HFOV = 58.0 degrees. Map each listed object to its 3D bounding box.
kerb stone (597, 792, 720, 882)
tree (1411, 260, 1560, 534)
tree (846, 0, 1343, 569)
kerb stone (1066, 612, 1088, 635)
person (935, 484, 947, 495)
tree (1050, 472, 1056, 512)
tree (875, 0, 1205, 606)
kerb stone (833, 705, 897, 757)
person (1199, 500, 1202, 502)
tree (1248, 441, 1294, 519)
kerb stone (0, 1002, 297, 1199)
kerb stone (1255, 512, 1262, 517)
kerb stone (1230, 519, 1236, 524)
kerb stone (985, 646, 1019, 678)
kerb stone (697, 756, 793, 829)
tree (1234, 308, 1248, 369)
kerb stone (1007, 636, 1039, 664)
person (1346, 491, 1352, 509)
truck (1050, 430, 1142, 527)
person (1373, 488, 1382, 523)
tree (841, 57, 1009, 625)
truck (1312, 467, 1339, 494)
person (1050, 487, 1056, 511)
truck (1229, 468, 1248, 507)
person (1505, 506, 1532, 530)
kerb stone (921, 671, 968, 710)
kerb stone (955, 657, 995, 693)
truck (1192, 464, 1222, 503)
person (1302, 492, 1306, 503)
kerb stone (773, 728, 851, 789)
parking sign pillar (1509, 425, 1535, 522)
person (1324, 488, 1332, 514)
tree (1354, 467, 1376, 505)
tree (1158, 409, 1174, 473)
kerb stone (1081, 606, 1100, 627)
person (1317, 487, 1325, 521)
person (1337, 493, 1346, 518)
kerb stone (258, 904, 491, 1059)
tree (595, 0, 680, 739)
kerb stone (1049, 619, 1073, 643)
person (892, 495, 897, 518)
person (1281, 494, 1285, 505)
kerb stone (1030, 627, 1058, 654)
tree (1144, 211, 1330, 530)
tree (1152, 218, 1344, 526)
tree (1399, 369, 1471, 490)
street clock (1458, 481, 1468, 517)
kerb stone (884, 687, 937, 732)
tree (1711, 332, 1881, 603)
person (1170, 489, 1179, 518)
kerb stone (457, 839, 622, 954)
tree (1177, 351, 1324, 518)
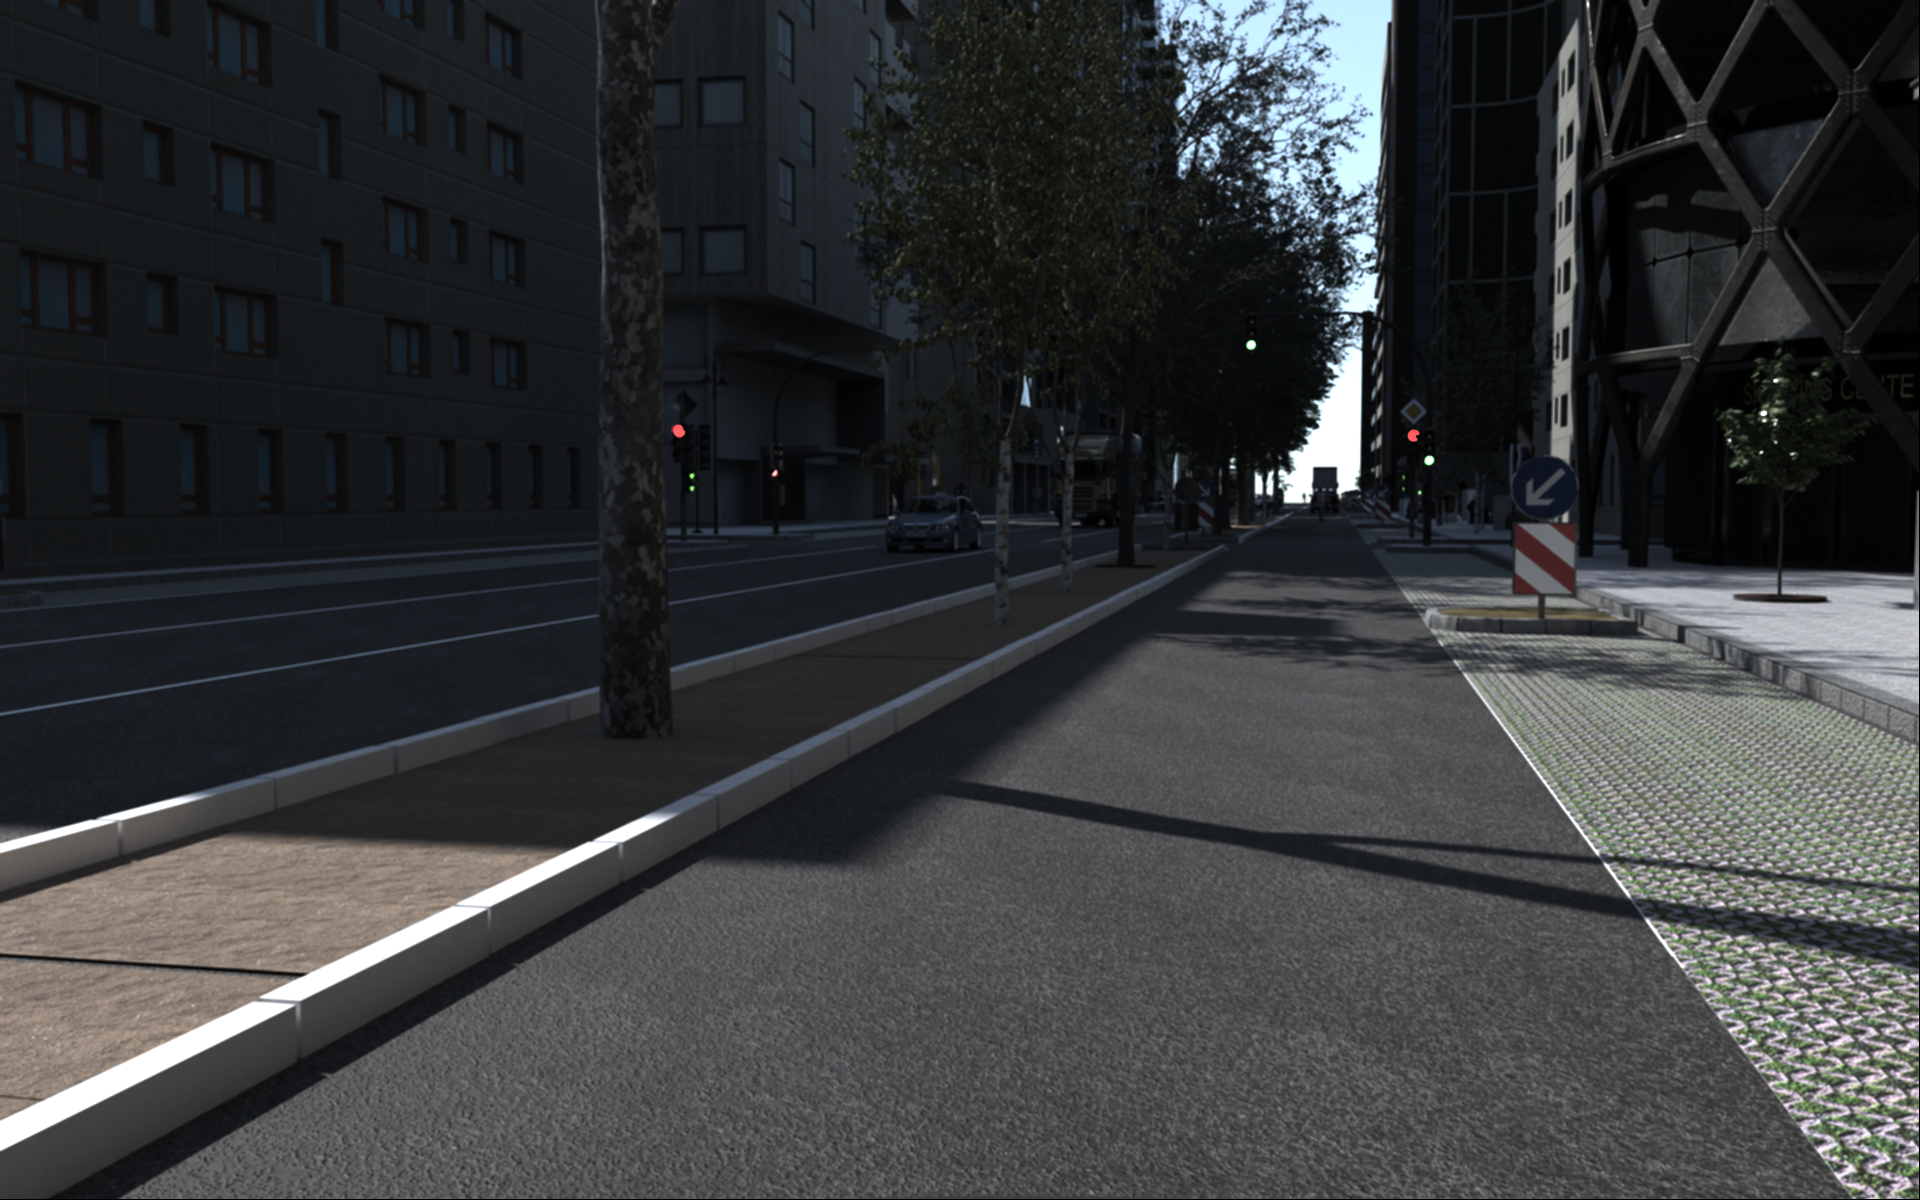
[{"bbox_3d":[-1.197,0.936,6.889,0.120,0.150,1.000,1,4,12],"label":"kerb stone"},{"bbox_3d":[16.821,-6.418,55.294,4.737,8.622,4.395,0,3,0],"label":"tree"},{"bbox_3d":[3.224,-7.375,33.411,12.009,13.543,11.850,0,3,0],"label":"tree"},{"bbox_3d":[1.167,0.262,17.913,0.120,0.150,1.000,1,4,12],"label":"kerb stone"},{"bbox_3d":[-0.704,-3.136,60.129,0.694,1.780,0.624,0,4,5],"label":"person"},{"bbox_3d":[7.392,-8.055,126.306,1.663,3.219,1.824,0,3,0],"label":"tree"},{"bbox_3d":[1.552,-4.415,25.010,4.737,8.622,4.395,0,3,0],"label":"tree"},{"bbox_3d":[-0.554,0.752,9.898,0.120,0.150,1.000,1,4,12],"label":"kerb stone"},{"bbox_3d":[11.678,-4.318,83.762,0.362,1.253,0.373,0,4,-6],"label":"person"},{"bbox_3d":[17.272,-8.875,97.933,4.360,8.622,3.978,0,3,0],"label":"tree"},{"bbox_3d":[-1.835,1.123,3.889,0.120,0.150,1.000,1,4,12],"label":"kerb stone"},{"bbox_3d":[20.027,-5.741,116.105,0.120,0.150,1.000,1,4,12],"label":"kerb stone"},{"bbox_3d":[13.802,-3.967,87.050,0.120,0.150,1.000,1,4,12],"label":"kerb stone"},{"bbox_3d":[0.306,0.507,13.907,0.120,0.150,1.000,1,4,12],"label":"kerb stone"},{"bbox_3d":[-0.981,0.875,7.892,0.120,0.150,1.000,1,4,12],"label":"kerb stone"},{"bbox_3d":[5.148,-5.515,42.985,4.737,8.622,4.395,0,3,0],"label":"tree"},{"bbox_3d":[0.514,0.446,14.911,0.120,0.150,1.000,1,4,12],"label":"kerb stone"},{"bbox_3d":[35.748,-9.167,159.046,0.551,1.740,0.621,-1,4,-9],"label":"person"},{"bbox_3d":[6.258,-5.452,78.051,2.839,4.237,11.283,1,4,13],"label":"truck"},{"bbox_3d":[20.911,-4.740,86.668,0.598,1.740,0.731,-1,4,-13],"label":"person"},{"bbox_3d":[0.464,-4.038,18.849,4.737,8.622,4.395,0,3,0],"label":"tree"},{"bbox_3d":[38.684,-11.904,183.537,2.839,4.237,11.283,1,4,12],"label":"truck"},{"bbox_3d":[6.861,-7.529,129.151,0.555,1.821,0.388,0,4,3],"label":"person"},{"bbox_3d":[30.369,-12.313,190.226,2.839,4.237,11.283,1,4,10],"label":"truck"},{"bbox_3d":[12.365,-1.937,37.836,0.853,1.813,0.709,1,4,22],"label":"person"},{"bbox_3d":[-0.125,0.630,11.902,0.120,0.150,1.000,1,4,12],"label":"kerb stone"},{"bbox_3d":[0.089,0.568,12.908,0.120,0.150,1.000,1,4,12],"label":"kerb stone"},{"bbox_3d":[22.013,-10.004,152.472,2.839,4.237,11.283,1,4,12],"label":"truck"},{"bbox_3d":[53.765,-15.962,270.423,0.756,1.711,0.436,3,5,43],"label":"person"},{"bbox_3d":[-0.769,0.813,8.899,0.120,0.150,1.000,1,4,12],"label":"kerb stone"},{"bbox_3d":[21.612,-4.779,66.616,1.447,3.967,1.447,0,4,-6],"label":"parking sign pillar"},{"bbox_3d":[25.964,-6.959,122.119,0.661,1.843,0.795,-2,4,-29],"label":"person"},{"bbox_3d":[49.459,-13.807,209.457,4.285,4.588,4.351,0,3,0],"label":"tree"},{"bbox_3d":[22.262,-16.814,200.665,9.928,11.665,9.643,0,3,0],"label":"tree"},{"bbox_3d":[1.379,0.201,18.916,0.120,0.150,1.000,1,4,12],"label":"kerb stone"},{"bbox_3d":[19.007,-5.060,91.236,0.388,1.821,0.555,2,4,31],"label":"person"},{"bbox_3d":[23.007,-5.705,104.371,0.523,1.515,0.503,2,4,24],"label":"person"},{"bbox_3d":[-1.624,1.058,4.889,0.120,0.150,1.000,1,4,12],"label":"kerb stone"},{"bbox_3d":[-0.908,-9.187,8.561,12.611,20.169,13.585,0,3,0],"label":"tree"},{"bbox_3d":[0.950,0.323,16.914,0.120,0.150,1.000,1,4,12],"label":"kerb stone"},{"bbox_3d":[-3.583,-5.140,94.766,0.352,1.250,0.332,3,5,41],"label":"person"},{"bbox_3d":[41.698,-13.069,223.653,0.593,1.643,0.415,-2,4,-25],"label":"person"},{"bbox_3d":[0.736,0.388,15.909,0.120,0.150,1.000,1,4,12],"label":"kerb stone"},{"bbox_3d":[10.621,-9.039,68.370,7.486,12.596,7.792,0,3,0],"label":"tree"},{"bbox_3d":[12.715,-10.294,77.421,9.857,13.997,8.962,0,3,0],"label":"tree"},{"bbox_3d":[27.470,-9.225,101.196,4.360,8.622,3.978,0,3,0],"label":"tree"},{"bbox_3d":[27.744,-5.568,95.606,0.471,2.002,0.358,-1,4,-11],"label":"street clock"},{"bbox_3d":[-0.334,0.692,10.901,0.120,0.150,1.000,1,4,12],"label":"kerb stone"},{"bbox_3d":[9.872,-1.612,20.959,1.663,3.219,1.824,0,3,0],"label":"tree"},{"bbox_3d":[12.737,-5.728,102.993,0.563,1.720,0.643,1,4,15],"label":"person"},{"bbox_3d":[-1.415,0.997,5.890,0.120,0.150,1.000,1,4,12],"label":"kerb stone"},{"bbox_3d":[18.446,-10.812,104.984,9.928,11.665,9.643,0,3,0],"label":"tree"}]
